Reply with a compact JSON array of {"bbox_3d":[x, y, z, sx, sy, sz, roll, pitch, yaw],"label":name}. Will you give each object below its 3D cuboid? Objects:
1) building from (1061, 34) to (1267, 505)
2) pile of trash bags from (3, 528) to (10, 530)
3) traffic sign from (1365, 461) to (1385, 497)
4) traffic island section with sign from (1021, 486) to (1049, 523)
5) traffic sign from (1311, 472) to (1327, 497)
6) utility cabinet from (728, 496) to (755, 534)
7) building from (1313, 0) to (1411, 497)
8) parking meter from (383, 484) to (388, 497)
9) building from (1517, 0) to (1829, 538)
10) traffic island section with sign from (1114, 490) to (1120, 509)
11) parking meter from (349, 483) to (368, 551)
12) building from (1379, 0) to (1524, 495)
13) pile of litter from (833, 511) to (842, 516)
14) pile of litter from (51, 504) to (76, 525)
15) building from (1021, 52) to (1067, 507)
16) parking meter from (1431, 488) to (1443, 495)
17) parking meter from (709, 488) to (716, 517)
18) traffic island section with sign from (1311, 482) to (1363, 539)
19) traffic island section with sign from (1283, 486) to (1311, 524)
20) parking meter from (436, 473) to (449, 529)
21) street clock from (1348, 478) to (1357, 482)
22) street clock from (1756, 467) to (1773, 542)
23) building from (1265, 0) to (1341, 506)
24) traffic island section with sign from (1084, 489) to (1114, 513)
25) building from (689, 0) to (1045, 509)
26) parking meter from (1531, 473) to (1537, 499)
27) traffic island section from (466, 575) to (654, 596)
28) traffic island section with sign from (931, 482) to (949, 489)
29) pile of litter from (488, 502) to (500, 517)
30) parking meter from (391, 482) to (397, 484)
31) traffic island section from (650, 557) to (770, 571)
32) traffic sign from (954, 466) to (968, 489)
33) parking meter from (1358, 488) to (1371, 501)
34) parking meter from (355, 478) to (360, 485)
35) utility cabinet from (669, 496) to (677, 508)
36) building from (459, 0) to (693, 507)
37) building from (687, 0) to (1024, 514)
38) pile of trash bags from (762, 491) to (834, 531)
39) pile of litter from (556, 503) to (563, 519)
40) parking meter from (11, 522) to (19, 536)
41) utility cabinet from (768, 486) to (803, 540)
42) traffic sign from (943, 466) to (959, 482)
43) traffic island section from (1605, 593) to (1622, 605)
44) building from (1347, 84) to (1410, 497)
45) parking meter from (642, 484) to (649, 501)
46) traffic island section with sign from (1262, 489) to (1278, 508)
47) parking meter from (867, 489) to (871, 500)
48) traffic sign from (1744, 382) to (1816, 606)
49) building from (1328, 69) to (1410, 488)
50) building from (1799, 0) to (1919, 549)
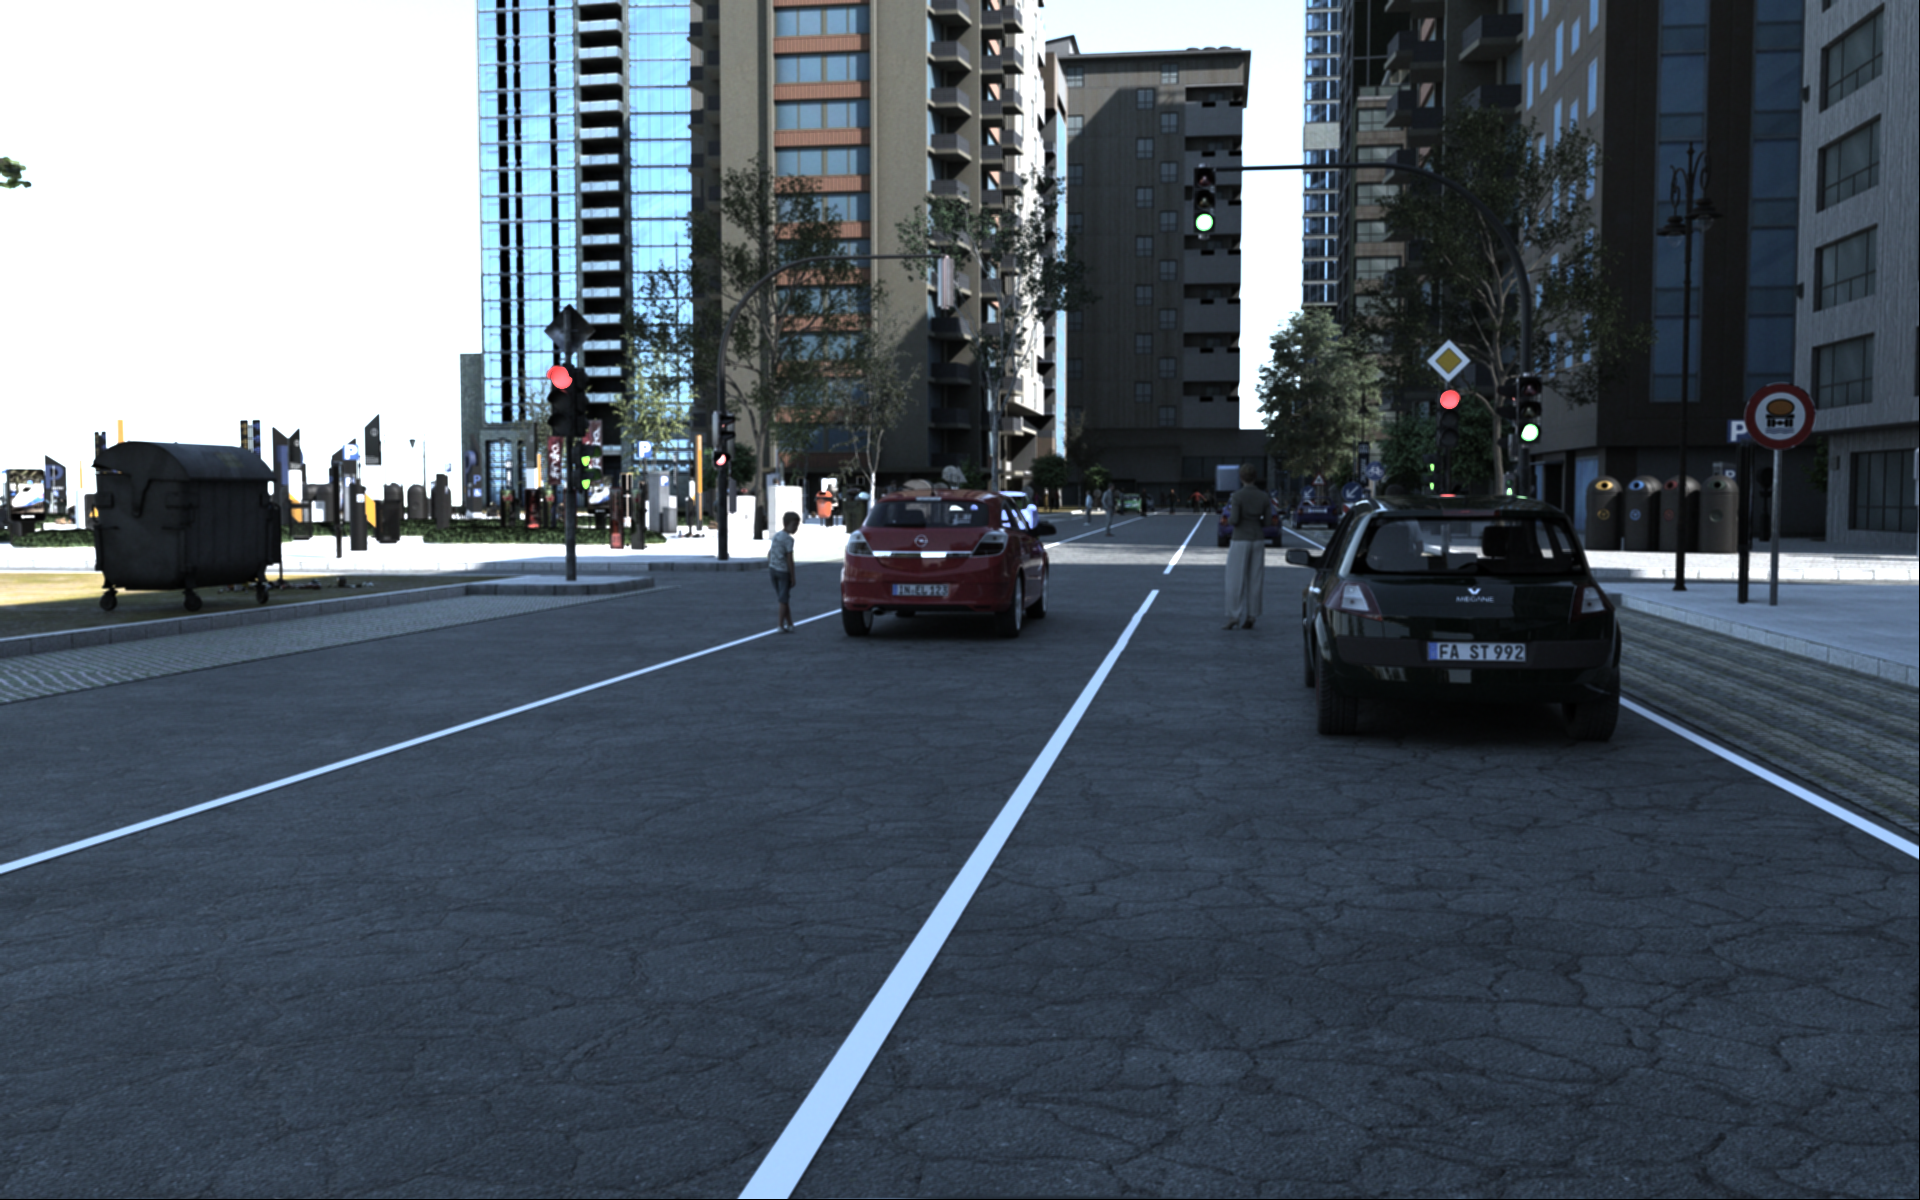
[{"bbox_3d":[22.564,-37.768,206.750,27.495,52.752,28.713,1,4,8],"label":"building"},{"bbox_3d":[-31.904,-2.806,55.628,3.447,1.369,1.912,0,4,-1],"label":"pile of trash bags"},{"bbox_3d":[16.046,-4.089,66.968,0.768,2.556,0.104,1,4,13],"label":"traffic sign"},{"bbox_3d":[3.297,-4.645,84.576,1.989,1.847,2.006,1,4,8],"label":"traffic island section with sign"},{"bbox_3d":[20.988,-6.196,101.303,0.884,2.594,0.081,1,4,9],"label":"traffic sign"},{"bbox_3d":[-7.120,-2.738,55.933,1.020,1.237,0.306,-2,4,-27],"label":"utility cabinet"},{"bbox_3d":[44.856,-44.403,164.237,20.563,71.187,20.611,1,4,8],"label":"building"},{"bbox_3d":[-33.855,-5.910,102.336,0.399,1.863,0.255,3,5,39],"label":"parking meter"},{"bbox_3d":[26.611,-24.812,55.788,14.600,45.320,14.200,1,4,8],"label":"building"},{"bbox_3d":[14.662,-9.324,161.081,1.989,1.847,2.006,1,4,8],"label":"traffic island section with sign"},{"bbox_3d":[-13.533,-1.868,38.957,0.372,1.533,0.369,0,3,0],"label":"parking meter"},{"bbox_3d":[32.605,-26.305,84.718,22.147,44.769,28.867,1,4,8],"label":"building"},{"bbox_3d":[-7.066,-5.389,102.072,1.176,0.858,1.719,2,4,24],"label":"pile of litter"},{"bbox_3d":[-37.365,-3.578,72.457,1.176,0.858,1.719,1,4,17],"label":"pile of litter"},{"bbox_3d":[3.060,-32.060,174.291,14.200,45.320,14.600,1,4,8],"label":"building"},{"bbox_3d":[15.012,-2.976,54.361,0.399,1.863,0.255,-2,4,-24],"label":"parking meter"},{"bbox_3d":[-10.543,-4.010,73.976,0.372,1.533,0.369,0,3,0],"label":"parking meter"},{"bbox_3d":[12.509,-2.896,55.979,1.989,1.847,2.006,1,4,8],"label":"traffic island section with sign"},{"bbox_3d":[16.469,-4.527,82.643,1.989,1.847,2.006,1,4,8],"label":"traffic island section with sign"},{"bbox_3d":[-14.528,-2.625,48.632,0.255,1.863,0.399,0,4,3],"label":"parking meter"},{"bbox_3d":[17.574,-4.464,77.561,0.358,2.002,0.471,-1,4,-9],"label":"street clock"},{"bbox_3d":[21.755,-2.582,46.784,0.471,2.002,0.358,-1,4,-9],"label":"street clock"},{"bbox_3d":[51.044,-54.174,198.410,31.000,86.520,22.319,1,4,8],"label":"building"},{"bbox_3d":[10.704,-7.694,134.417,1.989,1.847,2.006,1,4,8],"label":"traffic island section with sign"},{"bbox_3d":[-6.951,-34.482,153.022,28.713,52.752,27.495,1,4,8],"label":"building"},{"bbox_3d":[14.720,-2.395,44.864,0.399,1.863,0.255,-2,4,-34],"label":"parking meter"},{"bbox_3d":[-5.793,-0.211,25.726,2.009,0.180,2.903,1,4,8],"label":"traffic island section"},{"bbox_3d":[-0.681,-3.014,57.914,1.989,1.847,2.006,1,4,8],"label":"traffic island section with sign"},{"bbox_3d":[-26.048,-5.120,97.673,1.176,0.858,1.719,1,4,10],"label":"pile of litter"},{"bbox_3d":[-27.478,-4.801,84.206,0.255,1.863,0.399,-3,5,-42],"label":"parking meter"},{"bbox_3d":[-4.619,-0.694,33.624,2.009,0.180,2.903,1,4,8],"label":"traffic island section"},{"bbox_3d":[-0.086,-4.909,80.270,0.884,2.594,0.081,1,4,12],"label":"traffic sign"},{"bbox_3d":[16.910,-3.893,72.068,0.372,1.533,0.369,0,3,0],"label":"parking meter"},{"bbox_3d":[-22.320,-3.558,63.876,0.399,1.863,0.255,-1,4,-20],"label":"parking meter"},{"bbox_3d":[-10.932,-3.305,65.195,0.306,1.237,1.020,0,4,7],"label":"utility cabinet"},{"bbox_3d":[-34.702,-52.728,174.782,31.000,86.520,22.319,1,4,8],"label":"building"},{"bbox_3d":[-7.192,-28.761,124.865,22.147,44.769,28.867,1,4,8],"label":"building"},{"bbox_3d":[-6.034,-3.112,60.636,3.447,1.369,1.912,1,4,19],"label":"pile of trash bags"},{"bbox_3d":[-18.907,-4.184,82.379,1.719,0.858,1.176,0,4,-3],"label":"pile of litter"},{"bbox_3d":[-28.197,-2.655,51.812,0.372,1.533,0.369,0,3,0],"label":"parking meter"},{"bbox_3d":[-4.849,-2.415,48.161,0.318,1.500,1.173,2,4,32],"label":"utility cabinet"},{"bbox_3d":[-0.440,-4.734,77.507,0.768,2.556,0.104,1,4,14],"label":"traffic sign"},{"bbox_3d":[7.700,-0.088,23.722,2.009,0.180,2.903,1,4,8],"label":"traffic island section"},{"bbox_3d":[35.177,-21.620,125.187,14.160,30.474,14.107,1,4,8],"label":"building"},{"bbox_3d":[-17.549,-5.558,96.578,0.399,1.863,0.255,3,5,40],"label":"parking meter"},{"bbox_3d":[23.875,-7.575,132.481,1.989,1.847,2.006,1,4,8],"label":"traffic island section with sign"},{"bbox_3d":[-4.437,-4.766,86.333,0.372,1.533,0.369,0,3,0],"label":"parking meter"},{"bbox_3d":[9.369,-1.209,19.870,0.768,2.556,0.104,1,4,9],"label":"traffic sign"},{"bbox_3d":[47.243,-27.550,142.325,32.217,40.220,23.993,1,4,8],"label":"building"},{"bbox_3d":[27.949,-16.262,37.585,14.107,30.474,14.160,1,4,8],"label":"building"}]
